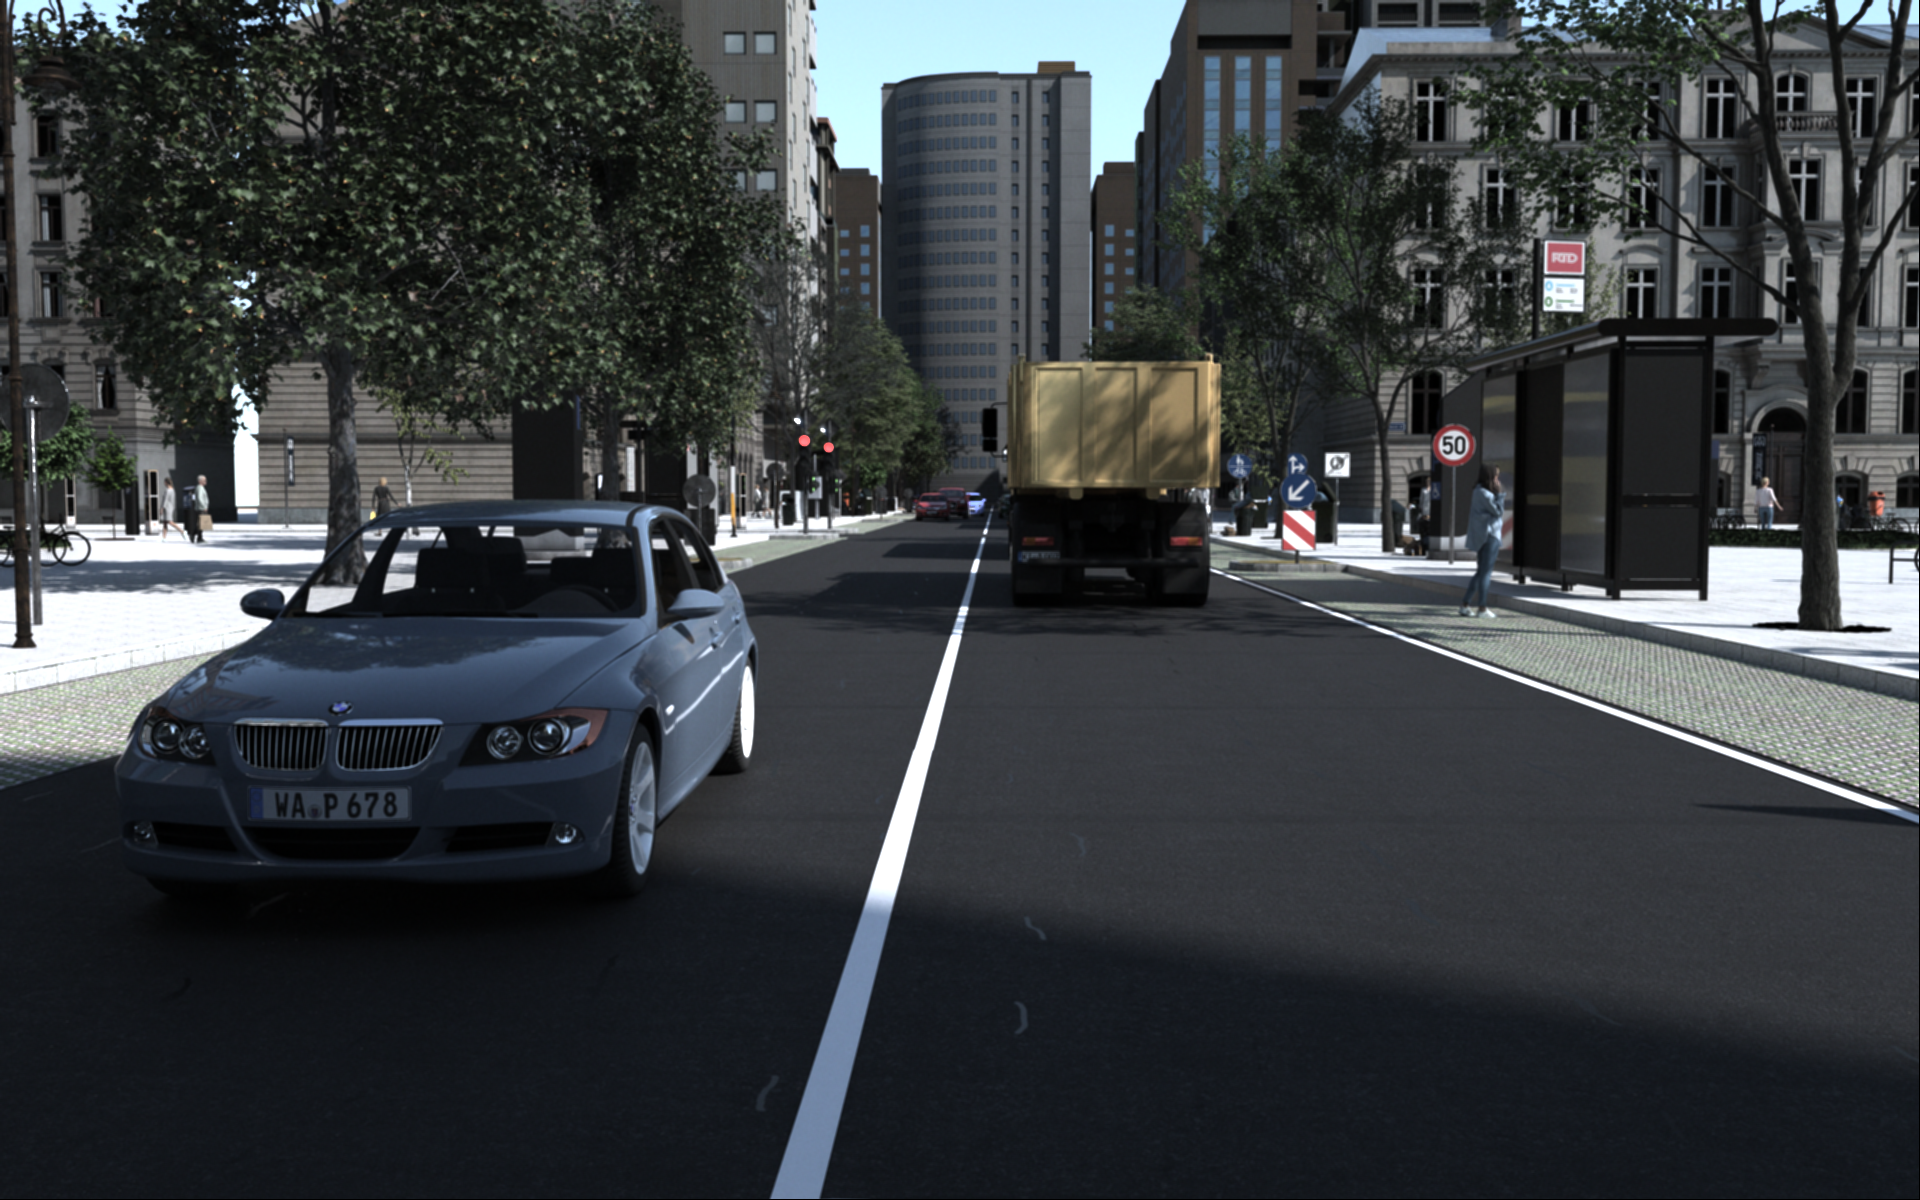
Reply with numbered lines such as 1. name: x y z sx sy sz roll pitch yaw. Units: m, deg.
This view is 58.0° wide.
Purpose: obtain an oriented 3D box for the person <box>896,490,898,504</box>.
1. person: -7.398 -11.836 200.250 0.721 1.739 1.217 0 4 8

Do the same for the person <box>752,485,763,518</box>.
1. person: -11.015 -5.348 93.711 0.641 1.798 0.478 -2 4 -25

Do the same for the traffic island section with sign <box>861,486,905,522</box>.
1. traffic island section with sign: -3.959 -4.864 88.154 1.989 1.847 2.006 0 4 1

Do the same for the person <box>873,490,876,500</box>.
1. person: -10.089 -11.869 200.931 0.721 1.723 1.217 2 4 31

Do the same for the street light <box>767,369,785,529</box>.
1. street light: -6.797 -5.587 64.135 0.468 5.910 1.993 0 4 1

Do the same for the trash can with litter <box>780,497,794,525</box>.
1. trash can with litter: -7.104 -3.640 70.906 0.624 1.170 1.055 -1 4 -10

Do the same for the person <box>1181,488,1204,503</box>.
1. person: 6.289 -2.343 46.989 0.473 1.802 0.592 -1 4 -23

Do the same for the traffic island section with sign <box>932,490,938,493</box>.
1. traffic island section with sign: -2.319 -9.634 166.146 1.989 1.847 2.006 0 4 1

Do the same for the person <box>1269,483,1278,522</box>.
1. person: 14.533 -4.517 80.071 0.466 1.800 0.511 2 4 25

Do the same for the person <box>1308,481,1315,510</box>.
1. person: 14.097 -3.861 69.054 0.514 1.842 0.818 -3 5 -43

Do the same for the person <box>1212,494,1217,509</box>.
1. person: 21.674 -8.404 146.678 0.991 1.433 0.599 -1 4 -19

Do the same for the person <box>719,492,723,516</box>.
1. person: -14.019 -5.771 100.577 0.590 1.801 0.661 1 4 11

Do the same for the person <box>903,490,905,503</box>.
1. person: -6.463 -11.656 197.330 1.217 1.743 0.721 -1 4 -16

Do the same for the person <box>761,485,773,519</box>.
1. person: -9.899 -5.003 88.592 0.466 1.731 0.760 3 4 39

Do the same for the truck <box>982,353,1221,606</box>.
1. truck: 2.010 -1.830 25.850 3.469 3.379 9.791 0 4 1

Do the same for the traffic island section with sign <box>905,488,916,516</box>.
1. traffic island section with sign: -3.385 -6.539 115.535 1.989 1.847 2.006 0 4 1

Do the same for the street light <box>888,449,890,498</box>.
1. street light: -5.387 -9.725 131.797 0.468 5.910 1.993 0 4 1

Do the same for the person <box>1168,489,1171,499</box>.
1. person: 16.196 -7.841 134.467 0.478 1.798 0.641 -2 4 -34

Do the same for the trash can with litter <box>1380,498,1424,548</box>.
1. trash can with litter: 10.589 -1.847 41.589 0.624 1.170 1.055 -2 4 -26

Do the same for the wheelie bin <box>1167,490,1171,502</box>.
1. wheelie bin: 8.881 -4.150 75.755 0.693 1.594 0.980 -1 4 -9

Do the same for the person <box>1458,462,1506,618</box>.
1. person: 6.029 -0.687 19.996 0.793 1.790 0.793 -2 4 -30

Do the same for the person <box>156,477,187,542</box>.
1. person: -21.310 -2.444 46.753 0.760 1.731 0.466 -3 5 -44

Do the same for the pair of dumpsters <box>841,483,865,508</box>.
1. pair of dumpsters: -7.269 -7.036 117.530 1.574 2.255 4.437 0 4 1

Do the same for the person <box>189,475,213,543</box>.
1. person: -19.804 -2.361 45.139 0.515 1.767 0.782 -2 4 -32

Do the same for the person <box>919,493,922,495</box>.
1. person: -4.016 -10.224 176.445 0.421 1.427 0.697 -1 4 -14

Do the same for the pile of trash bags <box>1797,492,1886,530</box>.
1. pile of trash bags: 32.490 -3.277 63.334 3.447 1.369 1.912 -2 4 -24

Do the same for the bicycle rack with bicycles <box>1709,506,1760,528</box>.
1. bicycle rack with bicycles: 23.569 -2.487 54.050 2.852 0.926 2.925 -1 4 -14

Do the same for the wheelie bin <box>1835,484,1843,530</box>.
1. wheelie bin: 26.703 -2.781 53.384 0.980 1.594 0.693 3 4 38

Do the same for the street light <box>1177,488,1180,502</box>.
1. street light: 8.916 -5.982 70.588 0.468 5.910 1.993 0 4 1

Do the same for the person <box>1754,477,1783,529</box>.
1. person: 22.040 -2.479 47.243 0.731 1.740 0.598 2 4 31

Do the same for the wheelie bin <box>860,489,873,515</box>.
1. wheelie bin: -5.815 -6.004 106.072 0.693 1.594 0.980 3 4 36

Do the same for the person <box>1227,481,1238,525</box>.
1. person: 11.395 -4.002 71.461 0.713 1.824 0.794 1 4 9

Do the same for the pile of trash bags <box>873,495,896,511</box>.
1. pile of trash bags: -5.724 -7.248 128.262 1.912 1.369 3.447 0 4 1

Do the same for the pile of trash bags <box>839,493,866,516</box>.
1. pile of trash bags: -6.624 -5.636 101.904 1.912 1.369 3.447 -1 4 -9

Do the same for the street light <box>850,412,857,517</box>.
1. street light: -6.078 -7.669 98.173 0.468 5.910 1.993 0 4 1

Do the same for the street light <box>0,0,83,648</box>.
1. street light: -7.826 -2.539 14.305 0.468 5.910 1.993 0 4 1

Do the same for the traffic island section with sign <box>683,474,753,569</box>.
1. traffic island section with sign: -5.095 -1.535 33.725 1.989 1.847 2.006 0 4 1

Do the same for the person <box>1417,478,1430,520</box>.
1. person: 14.348 -2.844 52.899 0.694 1.780 0.624 2 4 31

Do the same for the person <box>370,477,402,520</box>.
1. person: -17.284 -2.846 52.798 1.509 1.804 0.699 2 4 27

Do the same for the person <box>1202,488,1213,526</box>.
1. person: 9.654 -3.762 67.901 0.624 1.780 0.694 0 4 -6

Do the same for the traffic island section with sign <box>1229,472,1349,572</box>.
1. traffic island section with sign: 6.104 -1.458 32.474 1.989 1.847 2.006 0 4 1

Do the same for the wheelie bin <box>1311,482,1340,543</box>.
1. wheelie bin: 9.541 -2.293 45.391 0.693 1.594 0.980 1 4 23

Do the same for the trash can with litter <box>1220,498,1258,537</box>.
1. trash can with litter: 8.452 -2.518 52.561 1.055 1.170 0.624 -2 4 -27

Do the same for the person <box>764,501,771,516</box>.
1. person: -11.181 -5.513 100.448 0.475 1.303 0.640 3 5 41

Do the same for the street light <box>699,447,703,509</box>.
1. street light: -7.137 -4.578 47.642 0.468 5.910 1.993 0 4 1

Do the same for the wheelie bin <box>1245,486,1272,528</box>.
1. wheelie bin: 11.108 -3.470 64.645 0.980 1.594 0.693 0 3 0
